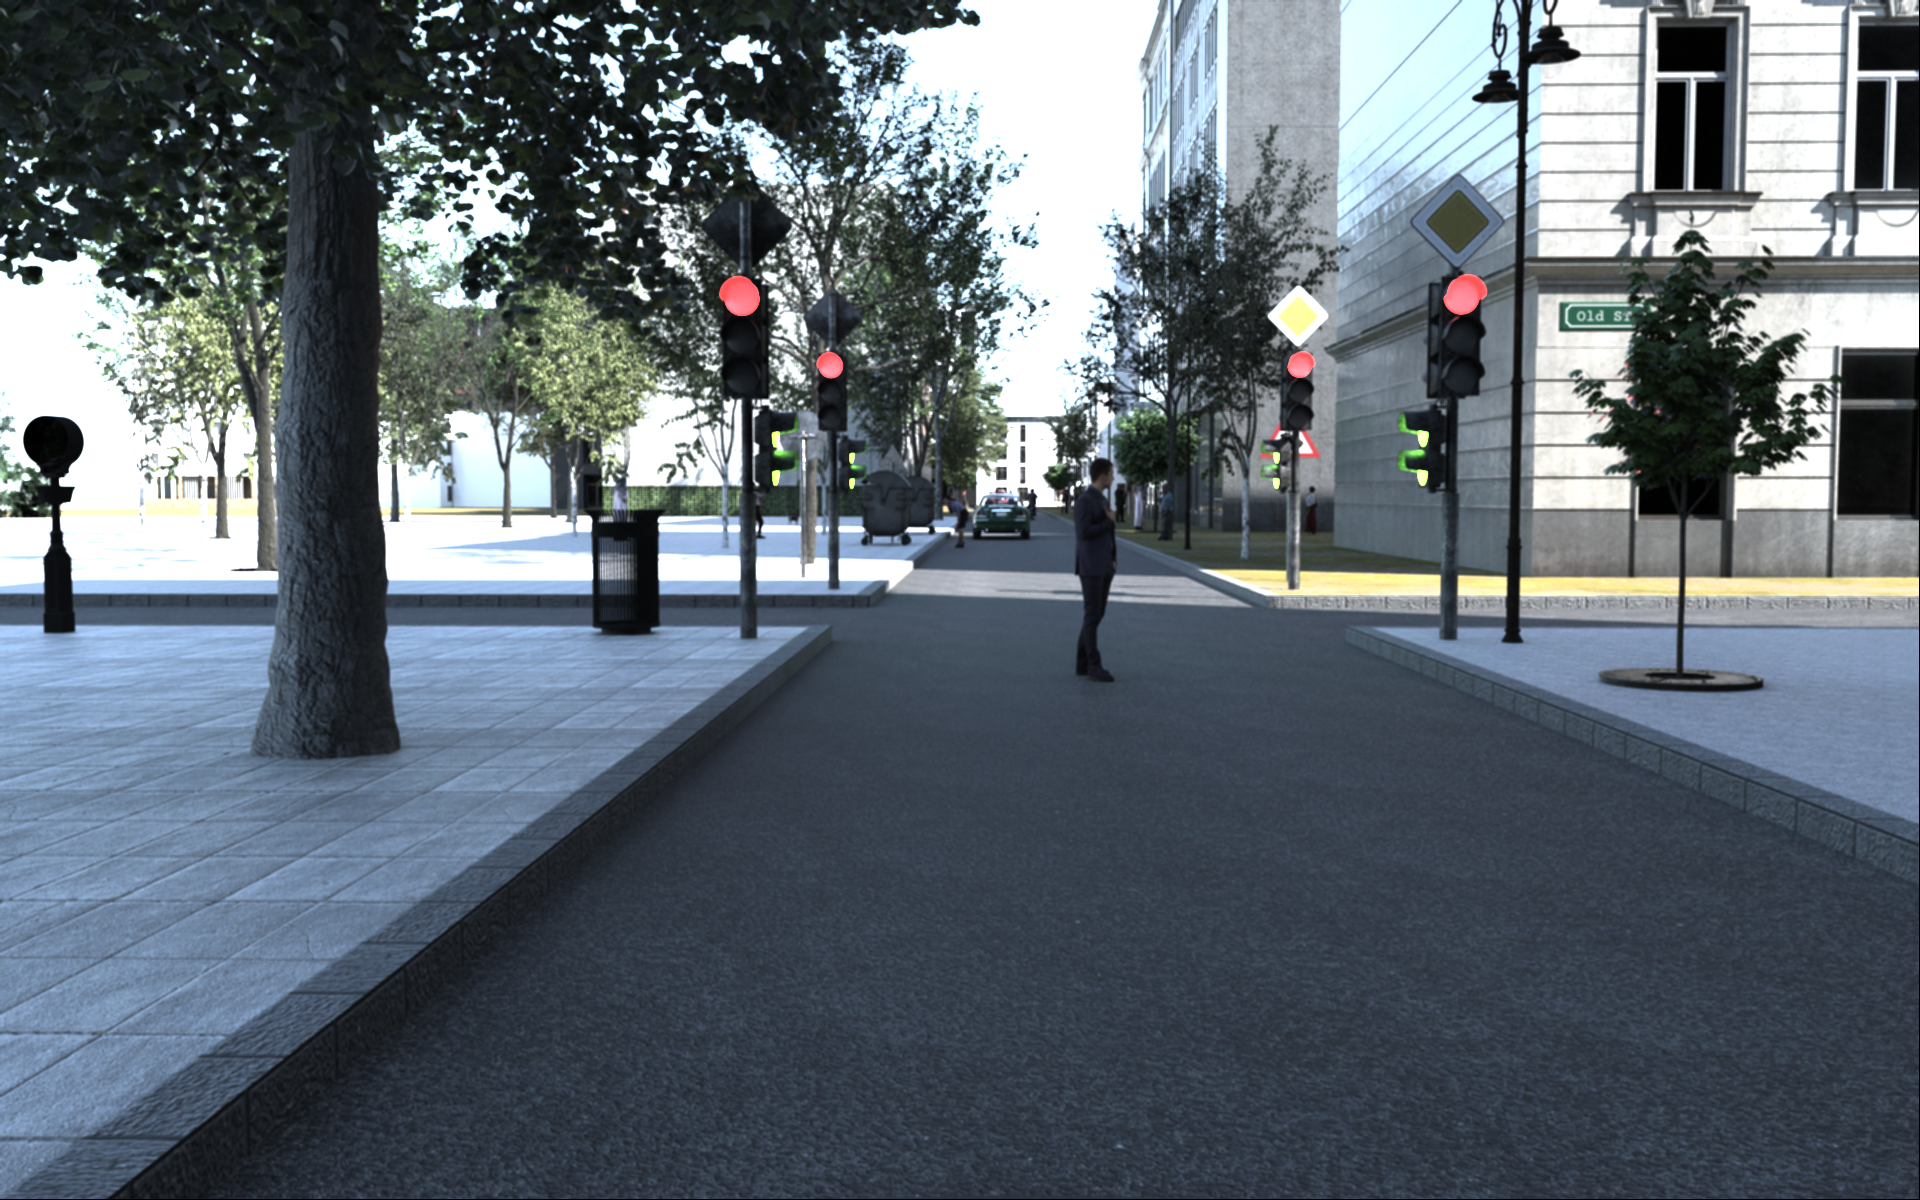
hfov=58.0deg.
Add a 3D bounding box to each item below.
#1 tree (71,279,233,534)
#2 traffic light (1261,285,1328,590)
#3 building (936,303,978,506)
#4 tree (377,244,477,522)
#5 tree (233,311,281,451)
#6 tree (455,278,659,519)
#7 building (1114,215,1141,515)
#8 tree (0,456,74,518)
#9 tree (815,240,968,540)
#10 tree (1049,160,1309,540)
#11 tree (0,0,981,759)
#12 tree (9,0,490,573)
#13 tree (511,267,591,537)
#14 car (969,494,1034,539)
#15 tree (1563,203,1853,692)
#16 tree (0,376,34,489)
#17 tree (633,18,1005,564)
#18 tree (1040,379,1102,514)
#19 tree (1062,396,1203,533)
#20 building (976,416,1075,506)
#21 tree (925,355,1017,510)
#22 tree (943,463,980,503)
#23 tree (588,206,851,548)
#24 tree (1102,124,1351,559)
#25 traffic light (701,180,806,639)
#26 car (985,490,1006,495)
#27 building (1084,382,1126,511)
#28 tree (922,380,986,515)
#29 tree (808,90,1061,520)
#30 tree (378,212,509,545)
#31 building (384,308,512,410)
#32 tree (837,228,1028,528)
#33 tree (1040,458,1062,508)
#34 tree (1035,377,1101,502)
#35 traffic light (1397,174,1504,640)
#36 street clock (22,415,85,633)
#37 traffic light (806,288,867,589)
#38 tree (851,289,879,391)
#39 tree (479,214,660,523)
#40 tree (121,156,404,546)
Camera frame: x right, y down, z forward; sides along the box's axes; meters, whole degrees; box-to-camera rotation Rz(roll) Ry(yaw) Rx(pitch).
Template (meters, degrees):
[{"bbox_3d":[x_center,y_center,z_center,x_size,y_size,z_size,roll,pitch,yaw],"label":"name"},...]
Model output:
[{"bbox_3d":[-26.405,-6.476,56.243,4.360,8.622,3.978,0,3,0],"label":"tree"},{"bbox_3d":[4.471,-2.075,23.173,0.839,4.213,0.868,0,4,1],"label":"traffic light"},{"bbox_3d":[-14.330,-21.735,199.336,32.646,21.610,27.936,0,4,1],"label":"building"},{"bbox_3d":[-25.850,-9.827,78.801,7.486,12.596,7.792,0,3,0],"label":"tree"},{"bbox_3d":[-24.679,-6.896,63.109,4.360,8.622,3.978,0,3,0],"label":"tree"},{"bbox_3d":[-21.399,-11.012,90.416,12.009,13.543,11.850,0,3,0],"label":"tree"},{"bbox_3d":[17.915,-15.480,109.524,16.016,20.091,11.380,0,4,1],"label":"building"},{"bbox_3d":[-53.450,-11.284,86.310,13.155,14.587,18.604,-1,4,-8],"label":"tree"},{"bbox_3d":[-1.903,-5.967,47.918,4.360,8.622,3.978,0,3,0],"label":"tree"},{"bbox_3d":[6.123,-6.943,47.929,7.601,10.594,8.767,-1,4,-13],"label":"tree"},{"bbox_3d":[-3.222,-6.222,8.385,9.857,13.997,8.962,0,3,0],"label":"tree"},{"bbox_3d":[-11.657,-6.277,28.386,9.928,11.665,9.643,0,3,0],"label":"tree"},{"bbox_3d":[-11.423,-6.182,51.442,4.737,8.622,4.395,0,3,0],"label":"tree"},{"bbox_3d":[1.336,-2.719,56.255,2.131,1.459,4.920,0,4,1],"label":"car"},{"bbox_3d":[4.754,-1.039,11.595,1.663,3.219,1.824,0,3,0],"label":"tree"},{"bbox_3d":[-43.752,-6.034,61.555,11.467,7.101,20.602,1,4,11],"label":"tree"},{"bbox_3d":[-2.455,-5.927,31.315,7.601,10.594,8.767,0,4,5],"label":"tree"},{"bbox_3d":[7.305,-9.846,111.345,4.360,8.622,3.978,0,3,0],"label":"tree"},{"bbox_3d":[6.506,-4.548,58.066,4.285,4.588,4.351,0,3,0],"label":"tree"},{"bbox_3d":[15.830,-15.179,190.320,28.070,9.664,9.099,0,4,1],"label":"building"},{"bbox_3d":[0.877,-13.642,141.180,7.486,12.596,7.792,0,3,0],"label":"tree"},{"bbox_3d":[0.071,-10.285,151.879,4.285,4.588,4.351,0,3,0],"label":"tree"},{"bbox_3d":[-5.775,-5.562,41.302,4.737,8.622,4.395,0,3,0],"label":"tree"},{"bbox_3d":[5.411,-5.118,34.036,4.360,8.622,3.978,0,3,0],"label":"tree"},{"bbox_3d":[-1.864,-1.594,15.309,0.839,4.213,0.868,0,4,1],"label":"traffic light"},{"bbox_3d":[3.495,-9.486,163.769,2.281,1.827,5.304,0,3,0],"label":"car"},{"bbox_3d":[14.767,-11.476,129.785,9.099,9.664,28.070,0,4,1],"label":"building"},{"bbox_3d":[-0.368,-9.451,104.887,4.737,8.622,4.395,0,3,0],"label":"tree"},{"bbox_3d":[-1.125,-13.922,83.514,12.611,20.169,13.585,0,3,0],"label":"tree"},{"bbox_3d":[-13.673,-5.685,43.315,4.360,8.622,3.978,0,3,0],"label":"tree"},{"bbox_3d":[-46.959,-21.804,200.464,32.646,21.610,27.936,0,4,1],"label":"building"},{"bbox_3d":[-1.519,-8.613,66.572,9.928,11.665,9.643,0,3,0],"label":"tree"},{"bbox_3d":[9.046,-10.727,159.093,4.285,4.588,4.351,0,3,0],"label":"tree"},{"bbox_3d":[6.897,-9.545,106.428,4.737,8.622,4.395,0,3,0],"label":"tree"},{"bbox_3d":[4.296,-1.587,15.190,0.839,4.213,0.868,0,4,1],"label":"traffic light"},{"bbox_3d":[-8.356,-0.700,16.013,0.471,2.002,0.358,0,4,7],"label":"street clock"},{"bbox_3d":[-1.689,-2.082,23.292,0.839,4.213,0.868,0,4,1],"label":"traffic light"},{"bbox_3d":[-4.532,-6.370,54.520,4.737,8.622,4.395,0,3,0],"label":"tree"},{"bbox_3d":[-17.022,-10.317,76.102,7.806,13.903,7.818,0,3,0],"label":"tree"},{"bbox_3d":[-14.558,-5.266,36.463,4.737,8.622,4.395,0,3,0],"label":"tree"}]
